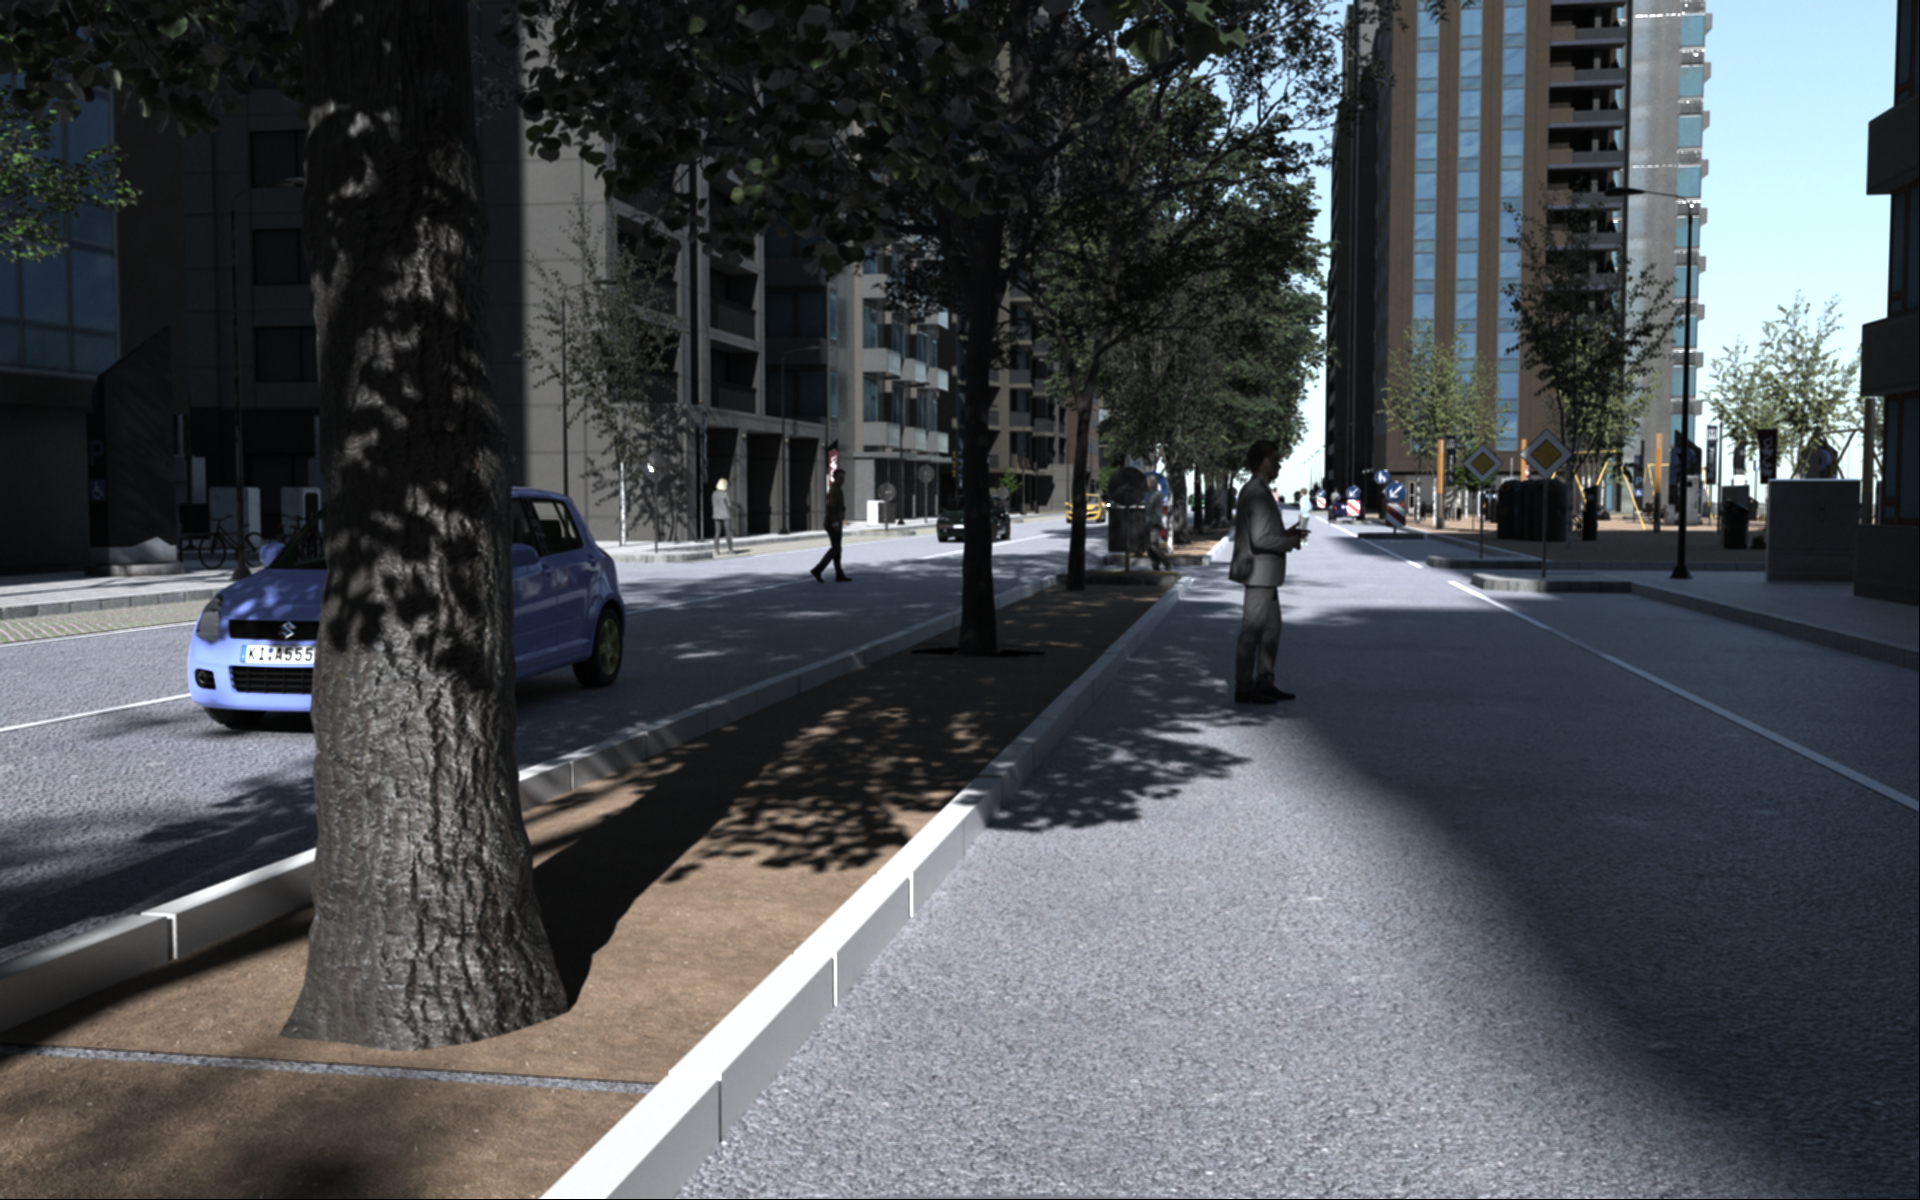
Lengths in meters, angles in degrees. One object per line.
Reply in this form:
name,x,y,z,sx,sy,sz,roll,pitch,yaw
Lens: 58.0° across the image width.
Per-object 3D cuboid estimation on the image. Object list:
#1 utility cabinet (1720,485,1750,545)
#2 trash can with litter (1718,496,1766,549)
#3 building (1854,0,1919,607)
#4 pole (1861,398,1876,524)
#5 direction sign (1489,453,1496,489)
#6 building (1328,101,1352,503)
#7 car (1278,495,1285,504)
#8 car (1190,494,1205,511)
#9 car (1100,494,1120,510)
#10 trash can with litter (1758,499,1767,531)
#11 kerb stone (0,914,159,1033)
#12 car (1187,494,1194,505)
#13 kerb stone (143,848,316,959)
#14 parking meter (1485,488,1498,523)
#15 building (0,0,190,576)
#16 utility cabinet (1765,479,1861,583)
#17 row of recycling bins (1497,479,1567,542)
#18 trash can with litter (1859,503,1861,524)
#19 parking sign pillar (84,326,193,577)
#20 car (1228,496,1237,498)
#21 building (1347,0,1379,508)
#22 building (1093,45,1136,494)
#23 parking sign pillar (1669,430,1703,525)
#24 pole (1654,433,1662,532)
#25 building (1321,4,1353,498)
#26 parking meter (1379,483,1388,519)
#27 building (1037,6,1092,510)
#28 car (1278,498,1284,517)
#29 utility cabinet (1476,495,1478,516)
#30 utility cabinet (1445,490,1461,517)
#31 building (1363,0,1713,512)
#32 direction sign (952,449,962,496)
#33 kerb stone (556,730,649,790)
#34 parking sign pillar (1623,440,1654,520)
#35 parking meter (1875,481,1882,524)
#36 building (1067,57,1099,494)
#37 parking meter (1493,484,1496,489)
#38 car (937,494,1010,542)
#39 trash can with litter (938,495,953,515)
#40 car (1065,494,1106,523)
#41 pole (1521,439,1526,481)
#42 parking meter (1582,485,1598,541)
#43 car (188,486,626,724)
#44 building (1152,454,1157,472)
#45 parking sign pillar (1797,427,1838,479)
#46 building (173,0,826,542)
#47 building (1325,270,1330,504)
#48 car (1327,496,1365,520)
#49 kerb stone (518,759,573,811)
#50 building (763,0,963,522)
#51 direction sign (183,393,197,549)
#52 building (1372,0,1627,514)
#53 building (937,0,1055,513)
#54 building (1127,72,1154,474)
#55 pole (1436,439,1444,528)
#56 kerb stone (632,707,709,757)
utility cabinet,19.008,-2.071,42.535,0.318,1.500,1.173,0,4,7
trash can with litter,18.309,-1.775,40.405,1.055,1.170,0.624,0,4,3
building,22.382,-9.761,4.631,27.650,21.520,28.899,1,4,10
pole,19.360,-2.635,36.931,0.158,3.312,0.155,0,3,0
direction sign,29.611,-6.411,96.815,0.379,3.537,0.876,-2,4,-28
building,54.613,-35.439,203.128,21.300,48.544,21.600,1,4,10
car,48.384,-15.301,262.749,1.945,1.354,3.894,1,4,10
car,20.257,-8.312,144.703,1.959,1.807,4.718,1,4,10
car,11.989,-8.018,140.885,2.009,1.686,4.222,1,4,10
trash can with litter,28.684,-2.999,60.086,2.233,1.210,1.678,0,4,3
kerb stone,-2.557,1.065,4.787,0.120,0.150,1.000,1,4,10
car,31.639,-13.681,233.477,2.009,1.686,4.222,1,4,10
kerb stone,-2.366,1.004,5.798,0.120,0.150,1.000,1,4,10
parking meter,25.666,-4.624,84.021,0.372,1.533,0.369,0,3,0
building,-21.987,-22.883,24.251,14.200,45.320,14.600,1,4,10
utility cabinet,12.283,-0.996,24.957,1.173,1.500,0.318,1,4,18
row of recycling bins,15.988,-2.519,48.303,1.069,1.692,3.534,0,4,-3
trash can with litter,27.403,-2.554,53.147,1.055,1.170,0.624,-3,5,-40
parking sign pillar,-13.121,-2.382,27.419,1.447,3.967,1.447,2,4,23
car,32.433,-12.170,208.569,1.945,1.707,3.694,1,4,12
building,48.005,-38.115,165.181,21.231,58.520,28.212,1,4,10
building,6.766,-38.014,210.762,28.713,52.752,27.495,1,4,10
parking sign pillar,30.164,-5.111,72.043,1.447,3.967,1.447,-2,4,-26
pole,23.343,-3.919,57.917,0.158,3.312,0.155,0,3,0
building,63.751,-49.754,251.721,20.563,71.187,20.611,1,4,10
parking meter,21.643,-5.071,88.619,0.399,1.863,0.255,0,4,-3
building,0.971,-43.586,150.891,20.563,71.187,20.611,1,4,10
car,18.282,-5.577,103.183,2.014,1.417,4.499,1,4,9
utility cabinet,30.982,-5.642,103.405,0.306,1.237,1.020,1,4,11
utility cabinet,26.882,-5.262,94.708,0.318,1.500,1.173,-2,4,-25
building,44.498,-31.568,135.748,23.786,49.044,30.456,1,4,10
direction sign,-0.159,-5.825,87.228,0.379,3.537,0.876,-2,4,-34
kerb stone,-1.833,0.821,8.823,0.120,0.150,1.000,1,4,10
parking sign pillar,33.712,-5.964,85.981,1.447,3.967,1.447,1,4,21
parking meter,17.785,-1.519,33.254,0.372,1.533,0.369,0,3,0
building,6.003,-31.702,168.433,14.600,45.320,14.200,1,4,10
parking meter,32.361,-6.084,105.179,0.255,1.863,0.399,2,4,25
car,0.440,-2.628,52.761,2.009,1.686,4.222,1,4,11
trash can with litter,-0.657,-5.958,108.475,1.678,1.210,2.233,-2,4,-24
car,6.309,-4.669,86.568,2.015,1.641,3.980,1,4,10
pole,20.941,-4.316,64.406,0.158,3.312,0.155,0,3,0
parking meter,17.370,-2.405,47.740,0.372,1.533,0.369,0,3,0
car,-3.627,-0.133,11.769,1.945,1.707,3.694,1,4,9
building,22.129,-37.231,258.833,14.600,45.320,14.200,1,4,10
parking sign pillar,33.702,-4.916,68.854,1.447,3.967,1.447,-3,5,-45
building,-15.588,-37.809,56.427,20.563,71.187,20.611,1,4,10
building,53.967,-27.535,221.895,14.160,30.474,14.107,1,4,10
car,20.399,-4.823,91.431,1.945,1.354,3.894,1,4,9
kerb stone,-2.013,0.879,7.816,0.120,0.150,1.000,1,4,10
building,-13.011,-28.809,90.641,23.786,49.044,30.456,1,4,10
direction sign,-17.487,-2.891,39.267,0.379,3.537,0.876,-2,4,-32
building,35.167,-28.426,114.882,14.600,45.320,14.200,1,4,10
building,-4.907,-28.932,127.660,22.147,44.769,28.867,1,4,10
building,15.066,-42.570,238.024,21.231,58.520,28.212,1,4,10
pole,17.931,-4.333,64.682,0.158,3.312,0.155,0,3,0
kerb stone,-1.655,0.756,9.832,0.120,0.150,1.000,1,4,10
